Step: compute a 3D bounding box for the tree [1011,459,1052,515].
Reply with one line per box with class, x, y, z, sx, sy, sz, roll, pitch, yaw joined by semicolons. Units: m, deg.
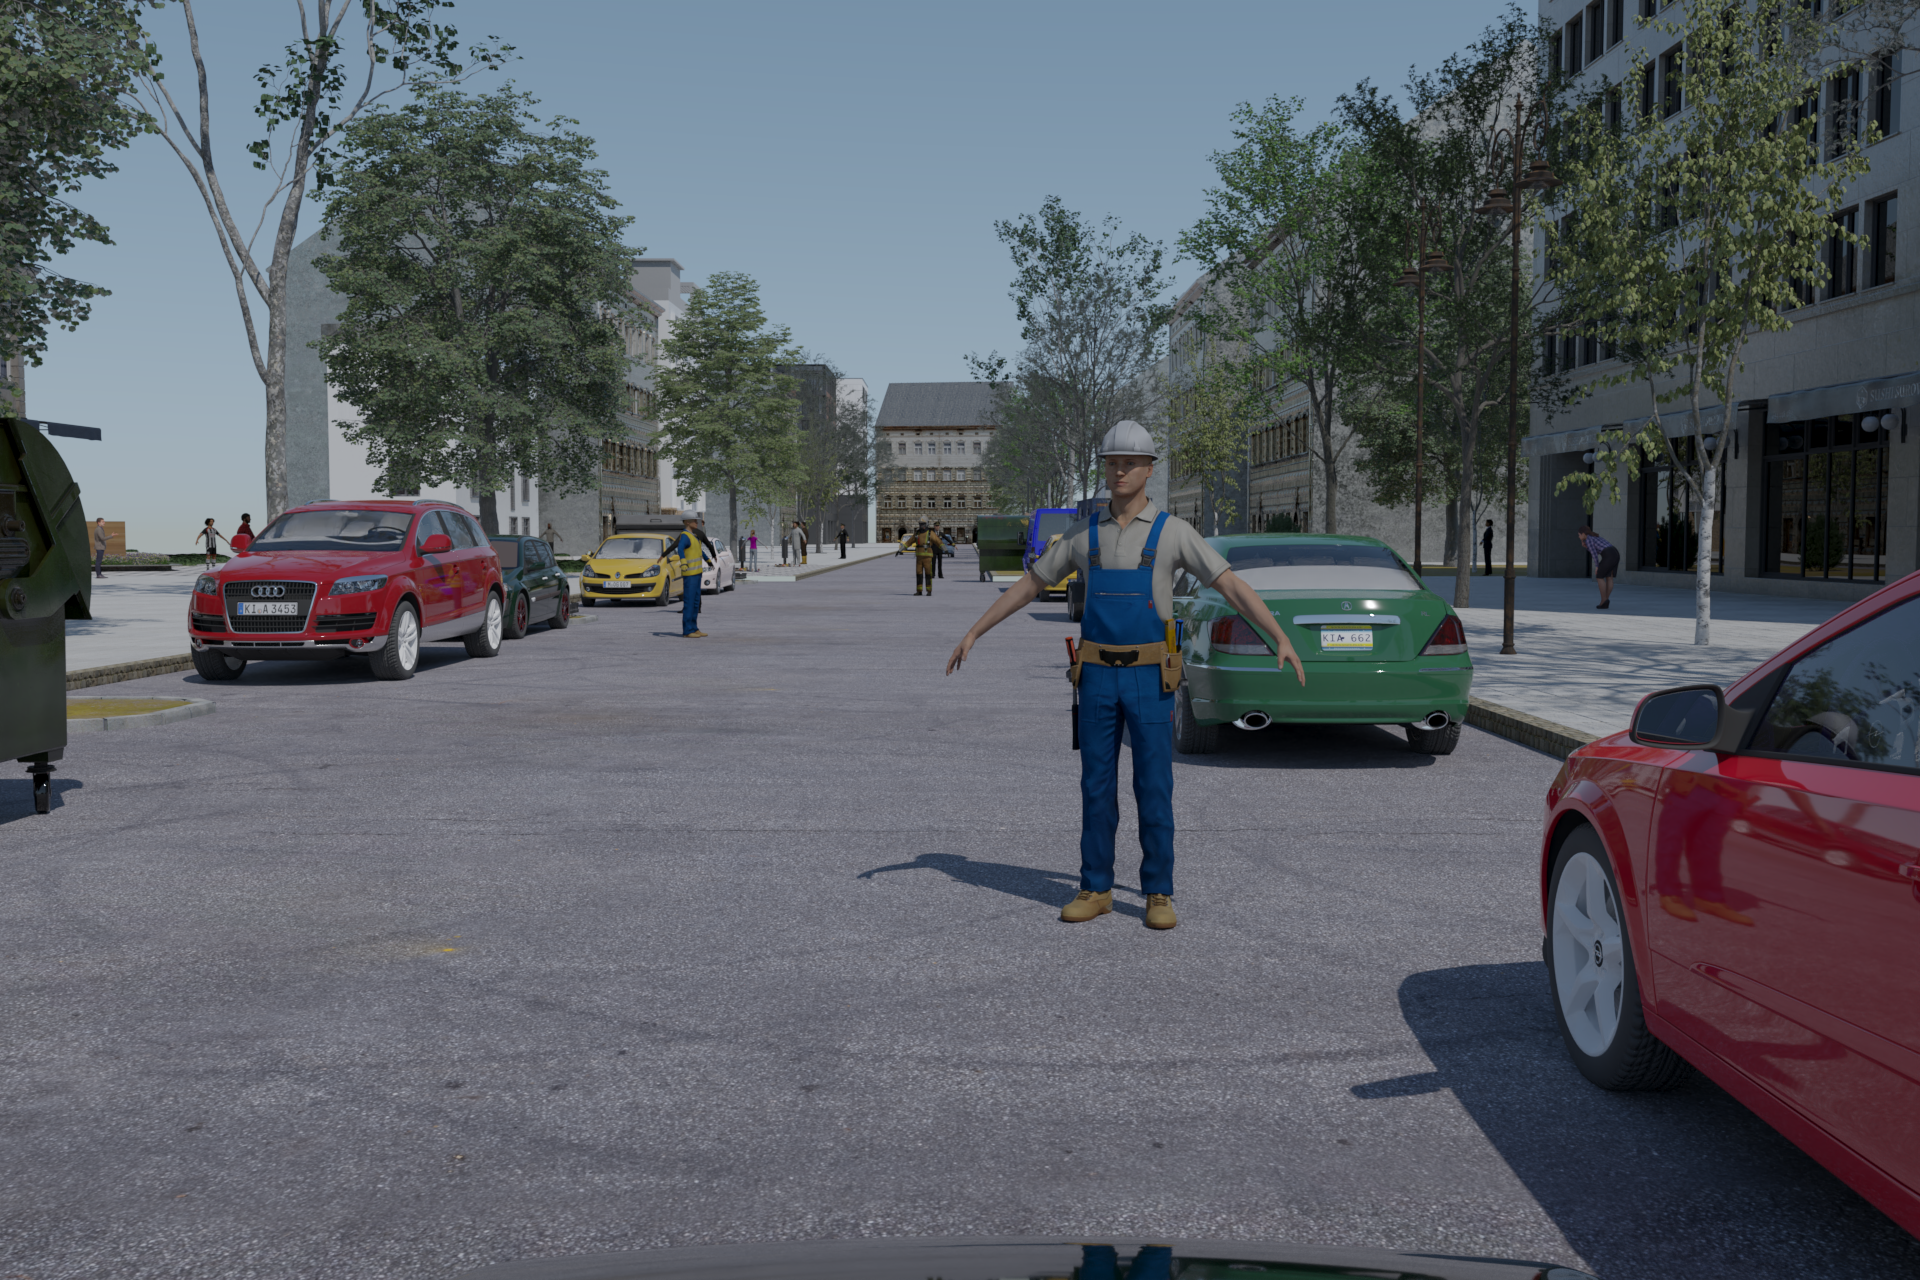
tree;6.324;-12.117;148.473;4.360;8.622;3.978;0;3;0

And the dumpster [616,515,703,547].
dumpster;-6.704;-1.863;38.682;1.865;1.857;1.264;0;3;0

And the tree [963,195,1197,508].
tree;6.582;-14.637;95.202;12.611;20.169;13.585;0;3;0

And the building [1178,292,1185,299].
building;22.106;-17.115;136.255;16.016;20.090;11.380;0;3;0

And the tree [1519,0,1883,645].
tree;8.614;-4.260;20.019;4.737;8.622;4.395;0;3;0

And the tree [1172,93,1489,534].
tree;8.792;-7.063;41.228;9.928;11.665;9.643;0;3;0

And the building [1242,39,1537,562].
building;25.162;-15.632;86.513;19.493;23.208;18.063;0;4;1

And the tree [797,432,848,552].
tree;-9.839;-10.537;122.640;4.737;8.622;4.395;0;3;0

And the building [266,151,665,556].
building;-29.697;-16.939;107.877;19.493;23.208;18.063;0;4;1

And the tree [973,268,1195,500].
tree;5.881;-10.346;79.527;12.009;13.543;11.850;0;3;0

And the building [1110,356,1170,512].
building;26.432;-21.908;189.120;19.493;23.208;18.063;0;4;1

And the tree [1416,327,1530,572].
tree;17.282;-6.574;57.853;4.360;8.622;3.978;0;3;0

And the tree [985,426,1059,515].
tree;5.648;-14.536;155.791;7.486;12.596;7.792;0;3;0

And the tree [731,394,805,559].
tree;-9.623;-8.390;87.535;4.737;8.622;4.395;0;3;0

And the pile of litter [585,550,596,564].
pile of litter;-10.153;-2.146;49.058;1.176;0.858;1.719;0;3;0

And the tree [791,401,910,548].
tree;-9.645;-15.086;157.030;12.009;13.543;11.850;0;3;0

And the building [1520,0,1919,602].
building;26.292;-14.057;32.000;24.374;26.755;37.873;0;3;0

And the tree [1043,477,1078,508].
tree;14.179;-19.298;249.941;7.601;10.594;8.767;0;4;1

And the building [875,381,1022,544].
building;-1.281;-25.393;248.561;18.063;23.208;19.493;1;4;10

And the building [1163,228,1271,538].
building;23.823;-17.198;112.121;19.493;23.208;18.063;0;4;0

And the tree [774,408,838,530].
tree;-9.215;-9.245;101.523;4.360;8.622;3.978;0;3;0

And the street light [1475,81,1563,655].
street light;5.854;-2.785;18.316;0.468;5.910;1.993;0;4;1

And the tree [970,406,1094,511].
tree;6.049;-13.946;138.394;12.009;13.543;11.850;0;3;0

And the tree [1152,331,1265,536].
tree;8.976;-6.802;61.568;4.737;8.622;4.395;0;3;0

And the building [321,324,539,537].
building;-24.699;-8.629;83.236;9.099;9.664;28.070;0;4;0

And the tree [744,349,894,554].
tree;-9.439;-12.470;114.249;12.009;13.543;11.850;0;3;0

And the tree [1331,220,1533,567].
tree;19.037;-9.809;67.032;9.857;13.997;8.962;0;3;0

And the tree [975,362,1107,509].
tree;6.319;-12.883;121.010;12.009;13.543;11.850;0;3;0

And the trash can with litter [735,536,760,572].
trash can with litter;-7.436;-3.012;60.308;1.678;1.210;2.233;0;4;-1

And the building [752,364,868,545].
building;-26.667;-23.268;224.405;27.936;21.610;32.646;0;3;0

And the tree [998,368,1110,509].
tree;6.061;-11.195;108.789;9.928;11.665;9.643;0;3;0

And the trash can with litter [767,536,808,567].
trash can with litter;-6.737;-3.491;68.141;1.678;1.210;2.233;0;4;1

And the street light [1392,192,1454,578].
street light;6.351;-3.127;23.915;0.468;5.910;1.993;0;4;0

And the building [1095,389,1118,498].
building;22.542;-22.379;222.323;16.016;20.090;11.380;0;4;0

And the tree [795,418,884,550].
tree;-9.533;-12.429;137.631;7.601;10.594;8.767;-1;4;-11

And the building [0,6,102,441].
building;-31.976;-18.180;43.360;12.429;33.558;17.177;0;4;0

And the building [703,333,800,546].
building;-28.033;-21.944;189.709;19.493;23.208;18.063;0;3;0

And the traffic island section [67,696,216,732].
traffic island section;-6.963;0.578;13.415;1.991;0.108;1.994;0;4;0

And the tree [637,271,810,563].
tree;-10.315;-9.618;75.388;7.486;12.596;7.792;0;3;0

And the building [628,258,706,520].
building;-24.571;-16.129;120.129;16.016;20.090;11.380;0;4;0

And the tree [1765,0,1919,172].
tree;8.796;-6.181;11.430;12.009;13.543;11.850;0;3;0

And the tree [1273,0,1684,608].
tree;9.044;-5.837;29.854;7.601;10.594;8.767;-1;4;-17
